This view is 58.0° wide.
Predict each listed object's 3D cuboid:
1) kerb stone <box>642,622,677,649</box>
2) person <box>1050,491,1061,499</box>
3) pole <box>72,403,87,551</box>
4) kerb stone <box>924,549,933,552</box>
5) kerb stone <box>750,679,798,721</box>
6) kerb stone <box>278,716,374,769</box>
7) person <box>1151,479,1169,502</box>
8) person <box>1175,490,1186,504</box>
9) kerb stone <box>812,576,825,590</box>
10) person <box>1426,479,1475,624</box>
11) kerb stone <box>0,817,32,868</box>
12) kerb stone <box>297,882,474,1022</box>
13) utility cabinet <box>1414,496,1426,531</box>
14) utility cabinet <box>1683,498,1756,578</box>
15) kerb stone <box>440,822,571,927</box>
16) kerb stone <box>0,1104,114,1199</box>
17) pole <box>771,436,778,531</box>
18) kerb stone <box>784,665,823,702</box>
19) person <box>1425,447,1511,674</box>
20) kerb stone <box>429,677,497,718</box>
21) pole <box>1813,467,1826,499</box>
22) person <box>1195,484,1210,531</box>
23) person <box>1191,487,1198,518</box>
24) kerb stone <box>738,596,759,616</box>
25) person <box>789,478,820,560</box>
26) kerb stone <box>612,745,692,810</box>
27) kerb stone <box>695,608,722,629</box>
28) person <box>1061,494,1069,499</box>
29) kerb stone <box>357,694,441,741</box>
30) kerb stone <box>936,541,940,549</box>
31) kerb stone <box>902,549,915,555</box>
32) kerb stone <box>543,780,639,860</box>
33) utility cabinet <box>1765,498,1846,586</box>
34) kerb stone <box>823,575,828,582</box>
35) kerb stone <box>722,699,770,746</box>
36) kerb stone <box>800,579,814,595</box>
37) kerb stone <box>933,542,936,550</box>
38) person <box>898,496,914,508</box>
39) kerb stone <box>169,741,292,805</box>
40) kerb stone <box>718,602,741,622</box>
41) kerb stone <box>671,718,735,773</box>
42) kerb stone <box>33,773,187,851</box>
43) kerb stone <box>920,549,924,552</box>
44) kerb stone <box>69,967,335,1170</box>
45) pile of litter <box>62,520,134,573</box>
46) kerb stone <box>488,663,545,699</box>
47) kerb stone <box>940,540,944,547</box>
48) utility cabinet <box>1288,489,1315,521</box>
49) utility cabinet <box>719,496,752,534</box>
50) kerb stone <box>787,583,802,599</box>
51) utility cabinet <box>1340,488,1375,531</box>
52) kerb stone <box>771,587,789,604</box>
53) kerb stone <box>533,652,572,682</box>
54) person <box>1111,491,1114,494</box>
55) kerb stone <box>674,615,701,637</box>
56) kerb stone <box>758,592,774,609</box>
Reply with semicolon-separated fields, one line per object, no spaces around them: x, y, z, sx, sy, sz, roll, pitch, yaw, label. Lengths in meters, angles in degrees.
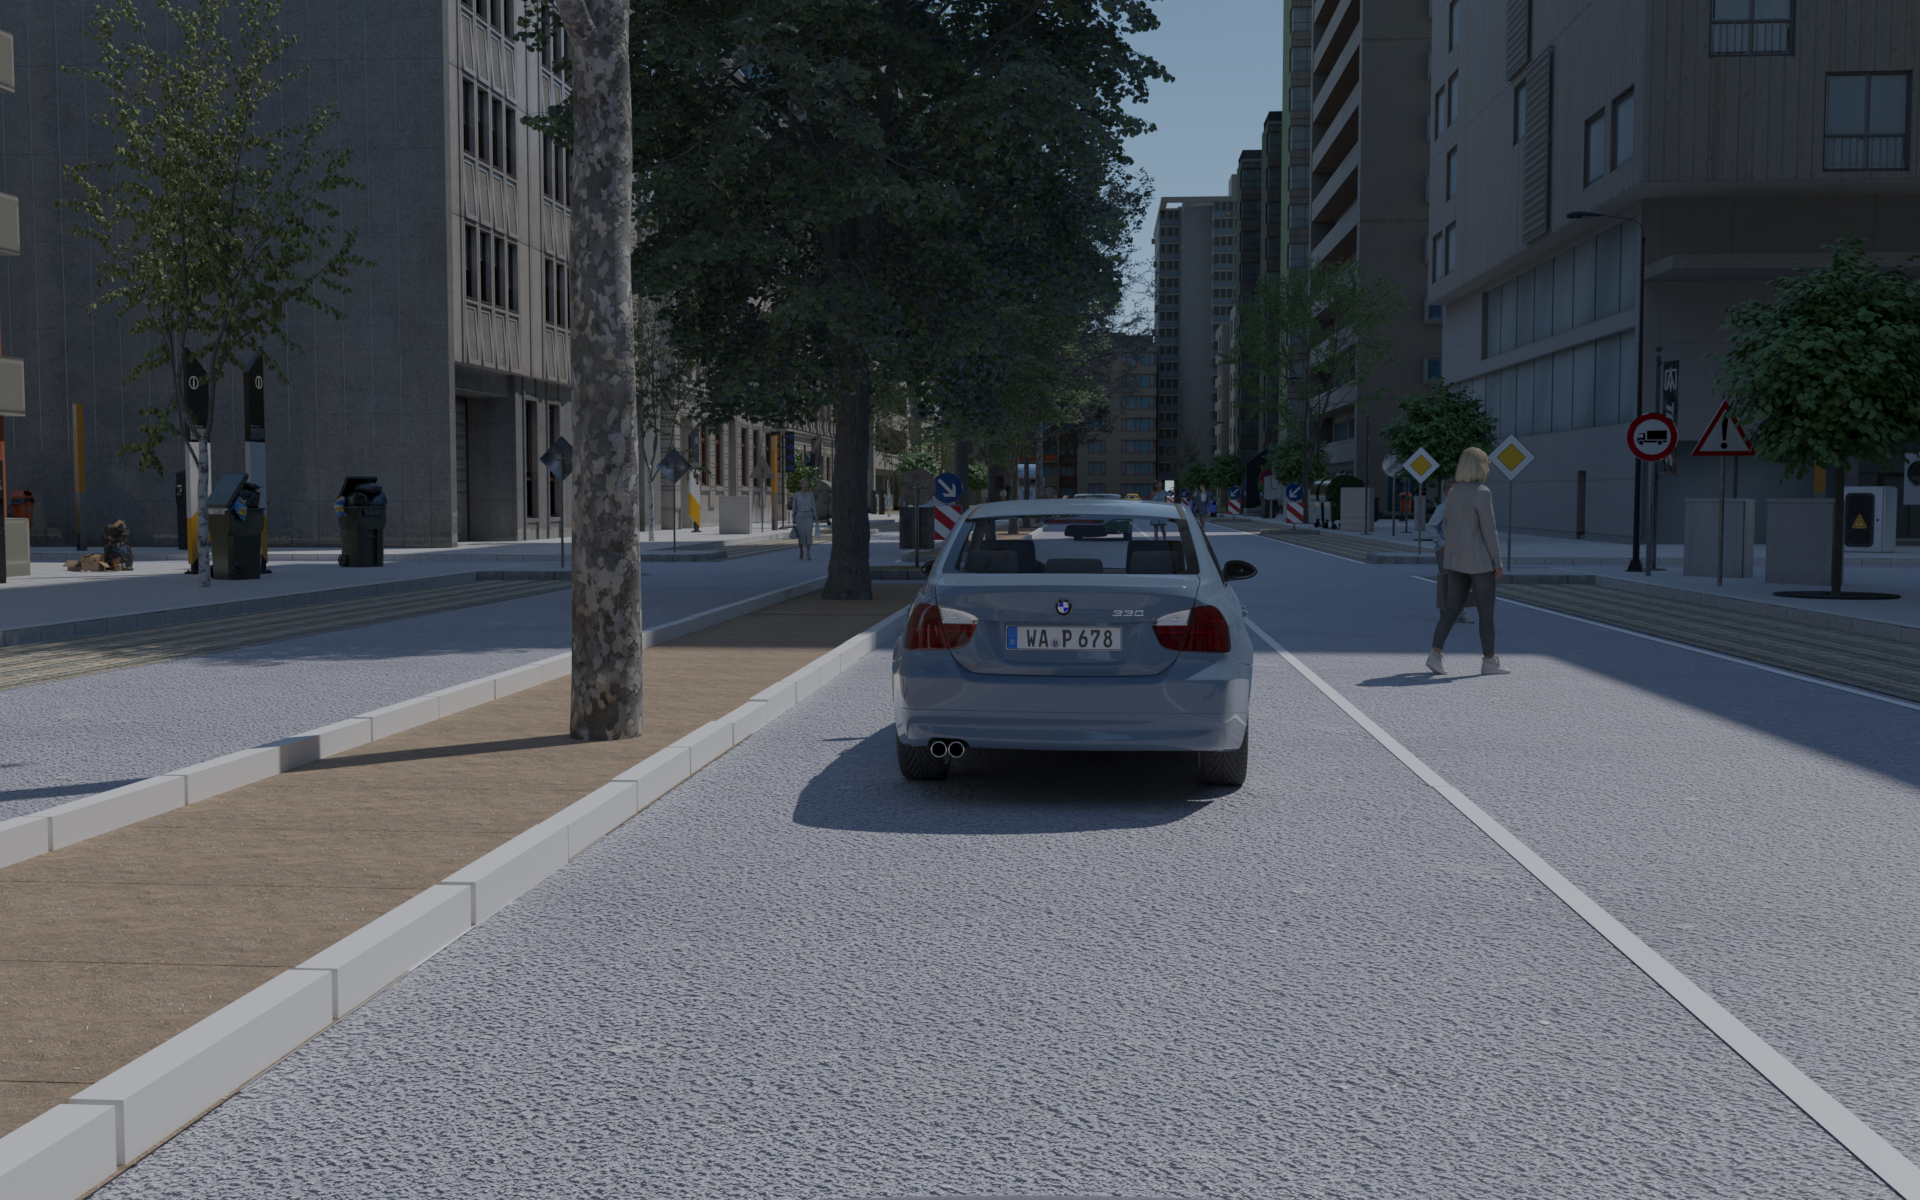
-2.914;0.346;16.589;0.120;0.150;1.000;0;4;5;kerb stone
10.269;-10.901;186.825;1.348;1.812;0.705;0;4;0;person
-19.851;-2.765;39.052;0.158;3.312;0.155;0;3;0;pole
-0.846;-1.257;42.750;0.120;0.150;1.000;0;4;5;kerb stone
-1.222;0.665;11.331;0.120;0.150;1.000;0;4;5;kerb stone
-3.483;0.788;9.452;0.120;0.150;1.000;0;4;5;kerb stone
5.173;-2.239;45.199;0.616;1.811;0.778;1;4;23;person
18.430;-8.267;144.382;1.217;1.735;0.721;-2;4;-27;person
-2.189;-0.220;25.787;0.120;0.150;1.000;0;4;5;kerb stone
5.426;-0.540;19.142;0.589;1.601;0.330;-2;4;-25;person
-3.722;0.967;6.386;0.120;0.150;1.000;0;4;5;kerb stone
-1.707;1.043;5.198;0.120;0.150;1.000;0;4;5;kerb stone
15.998;-3.004;60.271;0.306;1.237;1.020;1;4;9;utility cabinet
11.757;-0.958;26.828;0.306;1.237;1.020;-2;4;-33;utility cabinet
-1.621;0.976;6.230;0.120;0.150;1.000;0;4;5;kerb stone
-1.872;1.165;3.144;0.120;0.150;1.000;0;4;5;kerb stone
-6.522;-4.098;60.850;0.158;3.312;0.155;0;3;0;pole
-1.137;0.603;12.349;0.120;0.150;1.000;0;4;5;kerb stone
4.002;-0.312;13.790;0.728;1.800;0.709;-1;4;-22;person
-3.324;0.655;11.491;0.120;0.150;1.000;0;4;5;kerb stone
13.838;-2.080;27.859;0.158;3.312;0.155;0;3;0;pole
9.499;-3.614;67.606;0.581;1.822;0.654;2;4;25;person
13.268;-5.442;97.435;0.622;1.834;0.822;1;4;19;person
-2.586;0.093;20.681;0.120;0.150;1.000;0;4;5;kerb stone
-3.358;-1.768;37.754;0.694;1.780;0.624;0;4;6;person
-1.467;0.851;8.275;0.120;0.150;1.000;0;4;5;kerb stone
-2.751;0.218;18.626;0.120;0.150;1.000;0;4;5;kerb stone
8.957;-8.344;148.108;0.799;1.438;0.628;-2;4;-33;person
-3.400;0.717;10.472;0.120;0.150;1.000;0;4;5;kerb stone
-0.686;-1.382;44.793;0.120;0.150;1.000;0;4;5;kerb stone
-1.169;-1.006;38.641;0.120;0.150;1.000;0;4;5;kerb stone
-1.545;0.920;7.250;0.120;0.150;1.000;0;4;5;kerb stone
12.013;-0.823;24.620;0.306;1.237;1.020;-2;4;-32;utility cabinet
-2.109;-0.279;26.808;0.120;0.150;1.000;0;4;5;kerb stone
-1.300;0.740;10.312;0.120;0.150;1.000;0;4;5;kerb stone
-2.267;-0.157;24.765;0.120;0.150;1.000;0;4;5;kerb stone
-0.765;-1.318;43.771;0.120;0.150;1.000;0;4;5;kerb stone
-2.735;-4.725;86.022;0.850;1.792;0.678;3;4;39;person
-3.555;0.844;8.432;0.120;0.150;1.000;0;4;5;kerb stone
-2.674;0.155;19.663;0.120;0.150;1.000;0;4;5;kerb stone
-1.385;0.789;9.293;0.120;0.150;1.000;0;4;5;kerb stone
-3.639;0.908;7.411;0.120;0.150;1.000;0;4;5;kerb stone
-1.012;-1.132;40.696;0.120;0.150;1.000;0;4;5;kerb stone
-1.790;1.102;4.171;0.120;0.150;1.000;0;4;5;kerb stone
-14.428;-0.922;29.040;1.176;0.858;1.719;-1;4;-10;pile of litter
-3.238;0.594;12.509;0.120;0.150;1.000;0;4;5;kerb stone
-0.604;-1.444;45.812;0.120;0.150;1.000;0;4;5;kerb stone
15.857;-4.387;80.403;1.173;1.500;0.318;2;4;32;utility cabinet
-7.177;-2.704;55.376;1.020;1.237;0.306;1;4;12;utility cabinet
-2.347;-0.095;23.746;0.120;0.150;1.000;0;4;5;kerb stone
13.621;-3.099;59.345;0.318;1.500;1.173;-3;5;-42;utility cabinet
-2.429;-0.032;22.719;0.120;0.150;1.000;0;4;5;kerb stone
-3.161;0.530;13.529;0.120;0.150;1.000;0;4;5;kerb stone
16.075;-10.669;183.760;0.721;1.723;1.217;-1;4;-22;person
-2.832;0.288;17.608;0.120;0.150;1.000;0;4;5;kerb stone
-2.513;0.032;21.700;0.120;0.150;1.000;0;4;5;kerb stone
